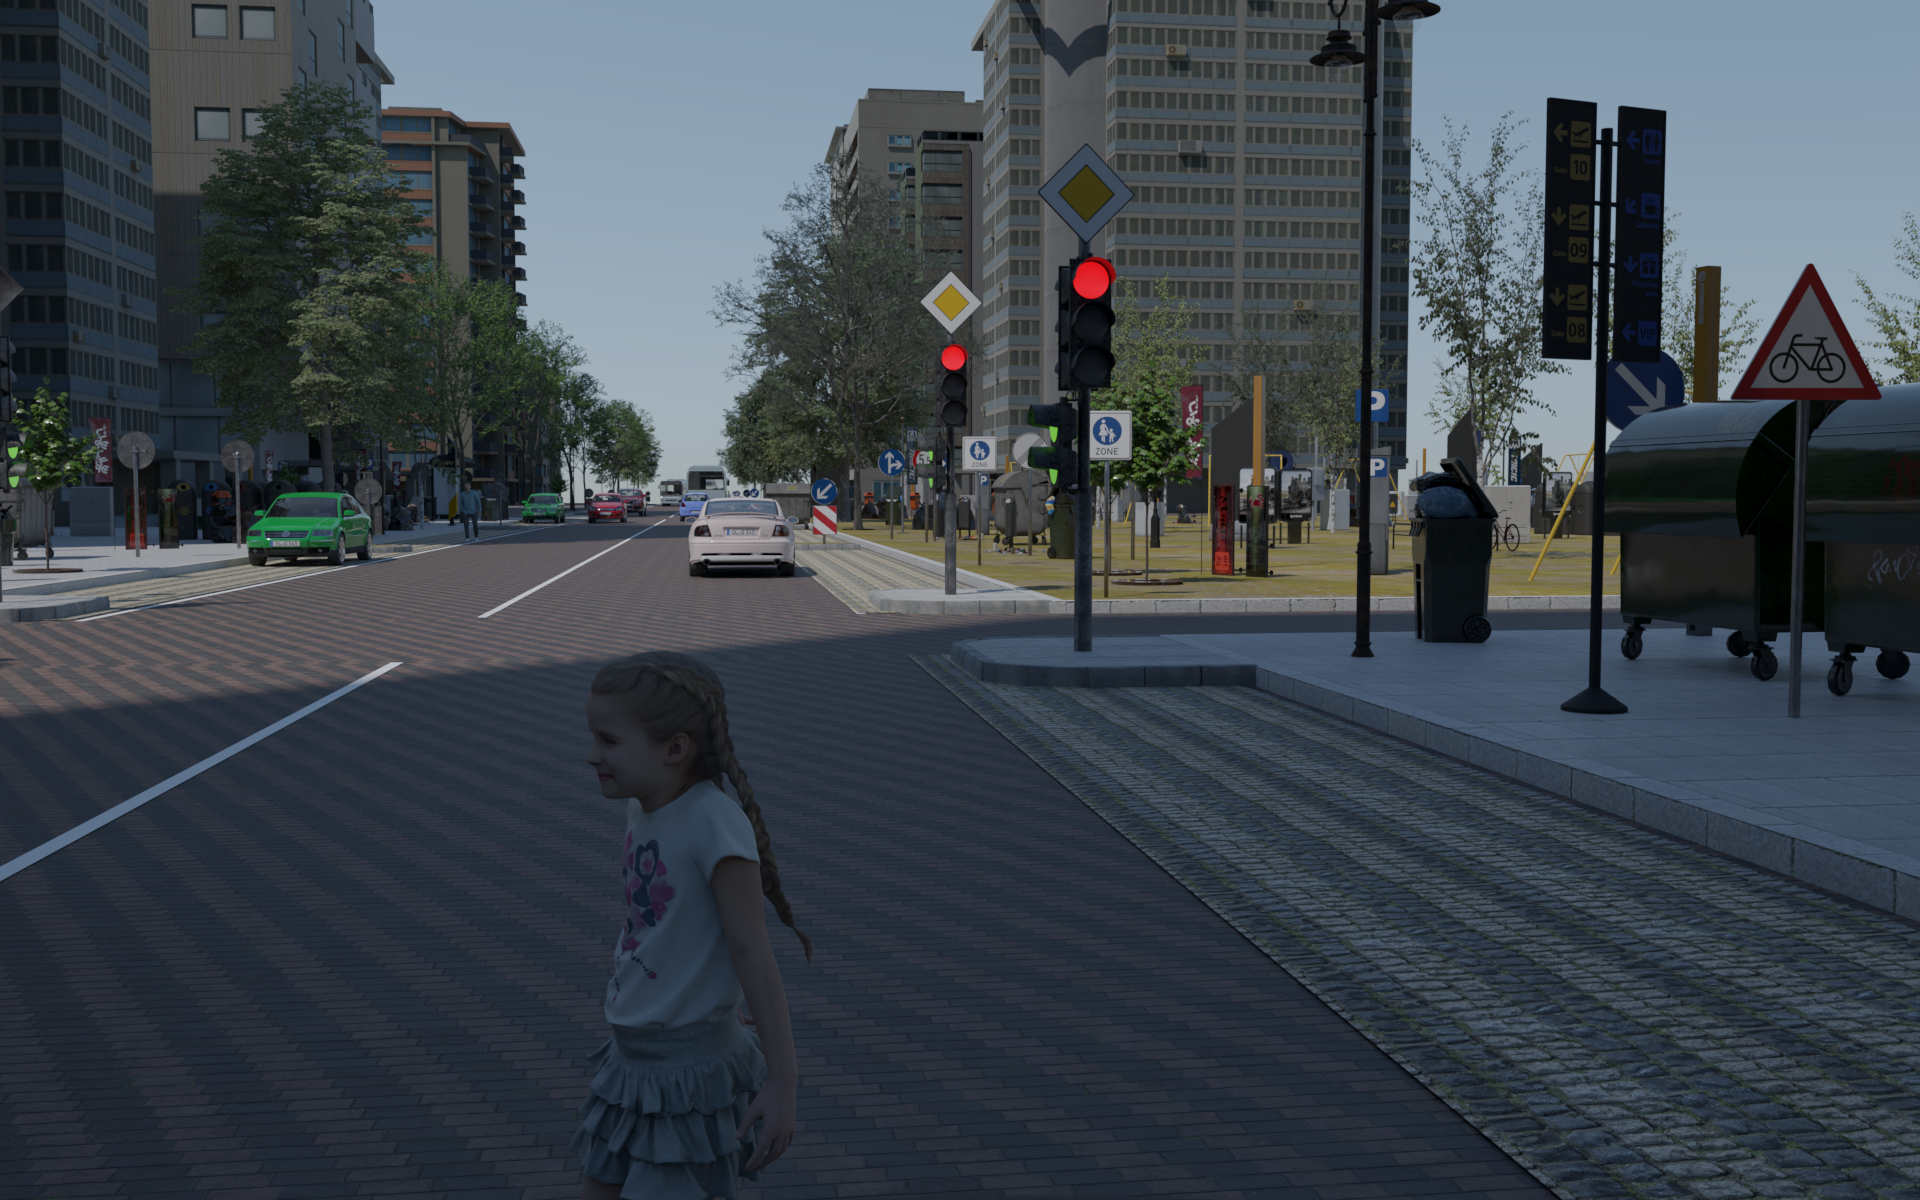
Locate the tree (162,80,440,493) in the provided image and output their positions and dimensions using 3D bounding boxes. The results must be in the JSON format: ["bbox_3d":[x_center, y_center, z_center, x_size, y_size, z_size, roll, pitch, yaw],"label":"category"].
[{"bbox_3d":[-18.081,-7.953,48.166,7.486,12.596,7.792,0,3,0],"label":"tree"}]

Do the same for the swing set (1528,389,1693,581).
[{"bbox_3d":[10.493,-1.712,25.618,2.862,2.851,3.119,3,5,44],"label":"swing set"}]

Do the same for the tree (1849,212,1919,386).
[{"bbox_3d":[24.829,-5.716,43.817,4.737,8.622,4.395,0,3,0],"label":"tree"}]

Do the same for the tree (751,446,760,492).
[{"bbox_3d":[-20.020,-14.080,180.566,4.360,8.622,3.978,0,3,0],"label":"tree"}]

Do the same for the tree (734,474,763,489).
[{"bbox_3d":[-28.504,-19.900,243.492,7.486,12.596,7.792,0,3,0],"label":"tree"}]

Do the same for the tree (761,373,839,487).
[{"bbox_3d":[-8.136,-9.064,98.555,4.737,8.622,4.395,0,3,0],"label":"tree"}]

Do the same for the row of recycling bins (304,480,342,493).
[{"bbox_3d":[-19.817,-2.719,51.572,1.069,1.692,3.534,2,4,26],"label":"row of recycling bins"}]

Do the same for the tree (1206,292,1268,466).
[{"bbox_3d":[11.264,-6.950,63.989,4.360,8.622,3.978,0,3,0],"label":"tree"}]

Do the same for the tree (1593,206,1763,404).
[{"bbox_3d":[17.850,-5.751,44.388,4.737,8.622,4.395,0,3,0],"label":"tree"}]

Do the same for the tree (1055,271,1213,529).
[{"bbox_3d":[6.022,-6.503,56.687,4.737,8.622,4.395,0,3,0],"label":"tree"}]

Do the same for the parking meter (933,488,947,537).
[{"bbox_3d":[-0.625,-2.627,51.366,0.372,1.533,0.369,0,3,0],"label":"parking meter"}]

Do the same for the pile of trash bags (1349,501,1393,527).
[{"bbox_3d":[15.539,-3.596,68.542,1.912,1.369,3.447,-2,4,-29],"label":"pile of trash bags"}]

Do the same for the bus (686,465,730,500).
[{"bbox_3d":[-17.084,-7.488,117.281,2.948,3.499,13.247,0,4,-8],"label":"bus"}]

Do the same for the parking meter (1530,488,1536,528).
[{"bbox_3d":[21.793,-3.499,65.624,0.372,1.533,0.369,0,3,0],"label":"parking meter"}]

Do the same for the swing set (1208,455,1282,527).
[{"bbox_3d":[11.297,-4.389,69.373,3.119,2.851,2.862,1,4,9],"label":"swing set"}]

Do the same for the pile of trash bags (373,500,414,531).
[{"bbox_3d":[-20.793,-3.070,59.944,1.912,1.369,3.447,3,4,37],"label":"pile of trash bags"}]

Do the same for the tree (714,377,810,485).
[{"bbox_3d":[-18.103,-15.107,164.013,9.611,12.733,9.660,0,3,0],"label":"tree"}]

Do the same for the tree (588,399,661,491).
[{"bbox_3d":[-40.392,-17.648,206.666,7.486,12.596,7.792,0,3,0],"label":"tree"}]

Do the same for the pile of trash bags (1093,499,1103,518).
[{"bbox_3d":[6.116,-5.015,91.743,1.912,1.369,3.447,2,4,34],"label":"pile of trash bags"}]

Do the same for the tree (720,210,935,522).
[{"bbox_3d":[-5.301,-10.565,79.396,9.857,13.997,8.962,0,3,0],"label":"tree"}]

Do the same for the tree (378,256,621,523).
[{"bbox_3d":[-22.154,-9.214,76.406,9.928,11.665,9.643,0,3,0],"label":"tree"}]

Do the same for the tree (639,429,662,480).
[{"bbox_3d":[-44.192,-18.414,235.487,7.601,10.594,8.767,0,4,5],"label":"tree"}]

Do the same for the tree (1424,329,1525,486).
[{"bbox_3d":[21.838,-7.471,72.520,4.737,8.622,4.395,0,3,0],"label":"tree"}]

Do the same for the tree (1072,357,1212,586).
[{"bbox_3d":[2.785,-1.832,24.557,1.663,3.219,1.824,0,3,0],"label":"tree"}]

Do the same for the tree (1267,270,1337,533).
[{"bbox_3d":[12.250,-6.489,56.451,4.360,8.622,3.978,0,3,0],"label":"tree"}]

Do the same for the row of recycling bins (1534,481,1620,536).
[{"bbox_3d":[19.486,-2.890,54.362,1.069,1.692,3.534,-2,4,-29],"label":"row of recycling bins"}]

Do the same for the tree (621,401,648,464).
[{"bbox_3d":[-25.635,-10.848,103.128,9.928,11.665,9.643,0,3,0],"label":"tree"}]

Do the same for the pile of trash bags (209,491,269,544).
[{"bbox_3d":[-19.012,-2.218,46.023,3.447,1.369,1.912,3,5,43],"label":"pile of trash bags"}]

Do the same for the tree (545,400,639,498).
[{"bbox_3d":[-33.652,-13.425,153.908,7.601,10.594,8.767,-2,4,-25],"label":"tree"}]

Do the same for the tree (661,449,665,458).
[{"bbox_3d":[-46.979,-20.446,252.425,7.486,12.596,7.792,0,3,0],"label":"tree"}]

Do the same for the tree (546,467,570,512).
[{"bbox_3d":[-28.771,-7.896,123.708,1.663,3.219,1.824,0,3,0],"label":"tree"}]

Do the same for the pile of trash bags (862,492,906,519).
[{"bbox_3d":[-3.377,-4.866,89.313,3.447,1.369,1.912,-3,5,-44],"label":"pile of trash bags"}]

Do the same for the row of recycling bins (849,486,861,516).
[{"bbox_3d":[-5.789,-5.251,92.967,1.069,1.692,3.534,0,4,-3],"label":"row of recycling bins"}]

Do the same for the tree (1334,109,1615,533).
[{"bbox_3d":[10.328,-5.088,33.557,4.360,8.622,3.978,0,3,0],"label":"tree"}]

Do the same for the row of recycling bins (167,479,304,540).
[{"bbox_3d":[-20.556,-2.550,48.813,3.534,1.692,1.069,0,4,-1],"label":"row of recycling bins"}]

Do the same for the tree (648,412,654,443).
[{"bbox_3d":[-37.172,-15.944,186.435,9.928,11.665,9.643,0,3,0],"label":"tree"}]

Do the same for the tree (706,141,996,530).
[{"bbox_3d":[-3.762,-9.239,61.422,12.009,13.543,11.850,0,3,0],"label":"tree"}]

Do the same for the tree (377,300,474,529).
[{"bbox_3d":[-19.753,-6.910,63.348,4.737,8.622,4.395,0,3,0],"label":"tree"}]

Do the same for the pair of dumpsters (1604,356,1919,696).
[{"bbox_3d":[6.029,-0.549,11.465,1.574,2.255,4.437,-1,4,-8],"label":"pair of dumpsters"}]

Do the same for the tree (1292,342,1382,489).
[{"bbox_3d":[17.826,-7.976,80.775,4.737,8.622,4.395,0,3,0],"label":"tree"}]

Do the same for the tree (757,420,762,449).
[{"bbox_3d":[-13.650,-11.149,132.640,4.737,8.622,4.395,0,3,0],"label":"tree"}]

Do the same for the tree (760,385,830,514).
[{"bbox_3d":[-9.879,-9.885,111.975,4.360,8.622,3.978,0,3,0],"label":"tree"}]

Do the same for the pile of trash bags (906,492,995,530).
[{"bbox_3d":[0.059,-3.210,62.230,3.447,1.369,1.912,-1,4,-18],"label":"pile of trash bags"}]

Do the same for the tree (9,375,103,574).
[{"bbox_3d":[-14.795,-2.059,28.259,1.663,3.219,1.824,0,3,0],"label":"tree"}]

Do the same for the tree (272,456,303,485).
[{"bbox_3d":[-34.209,-5.707,87.904,1.663,3.219,1.824,0,3,0],"label":"tree"}]

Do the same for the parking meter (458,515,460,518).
[{"bbox_3d":[-27.303,-5.223,93.812,0.372,1.533,0.369,0,3,0],"label":"parking meter"}]

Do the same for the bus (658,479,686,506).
[{"bbox_3d":[-34.008,-12.904,205.842,2.948,3.499,13.247,0,4,-6],"label":"bus"}]
